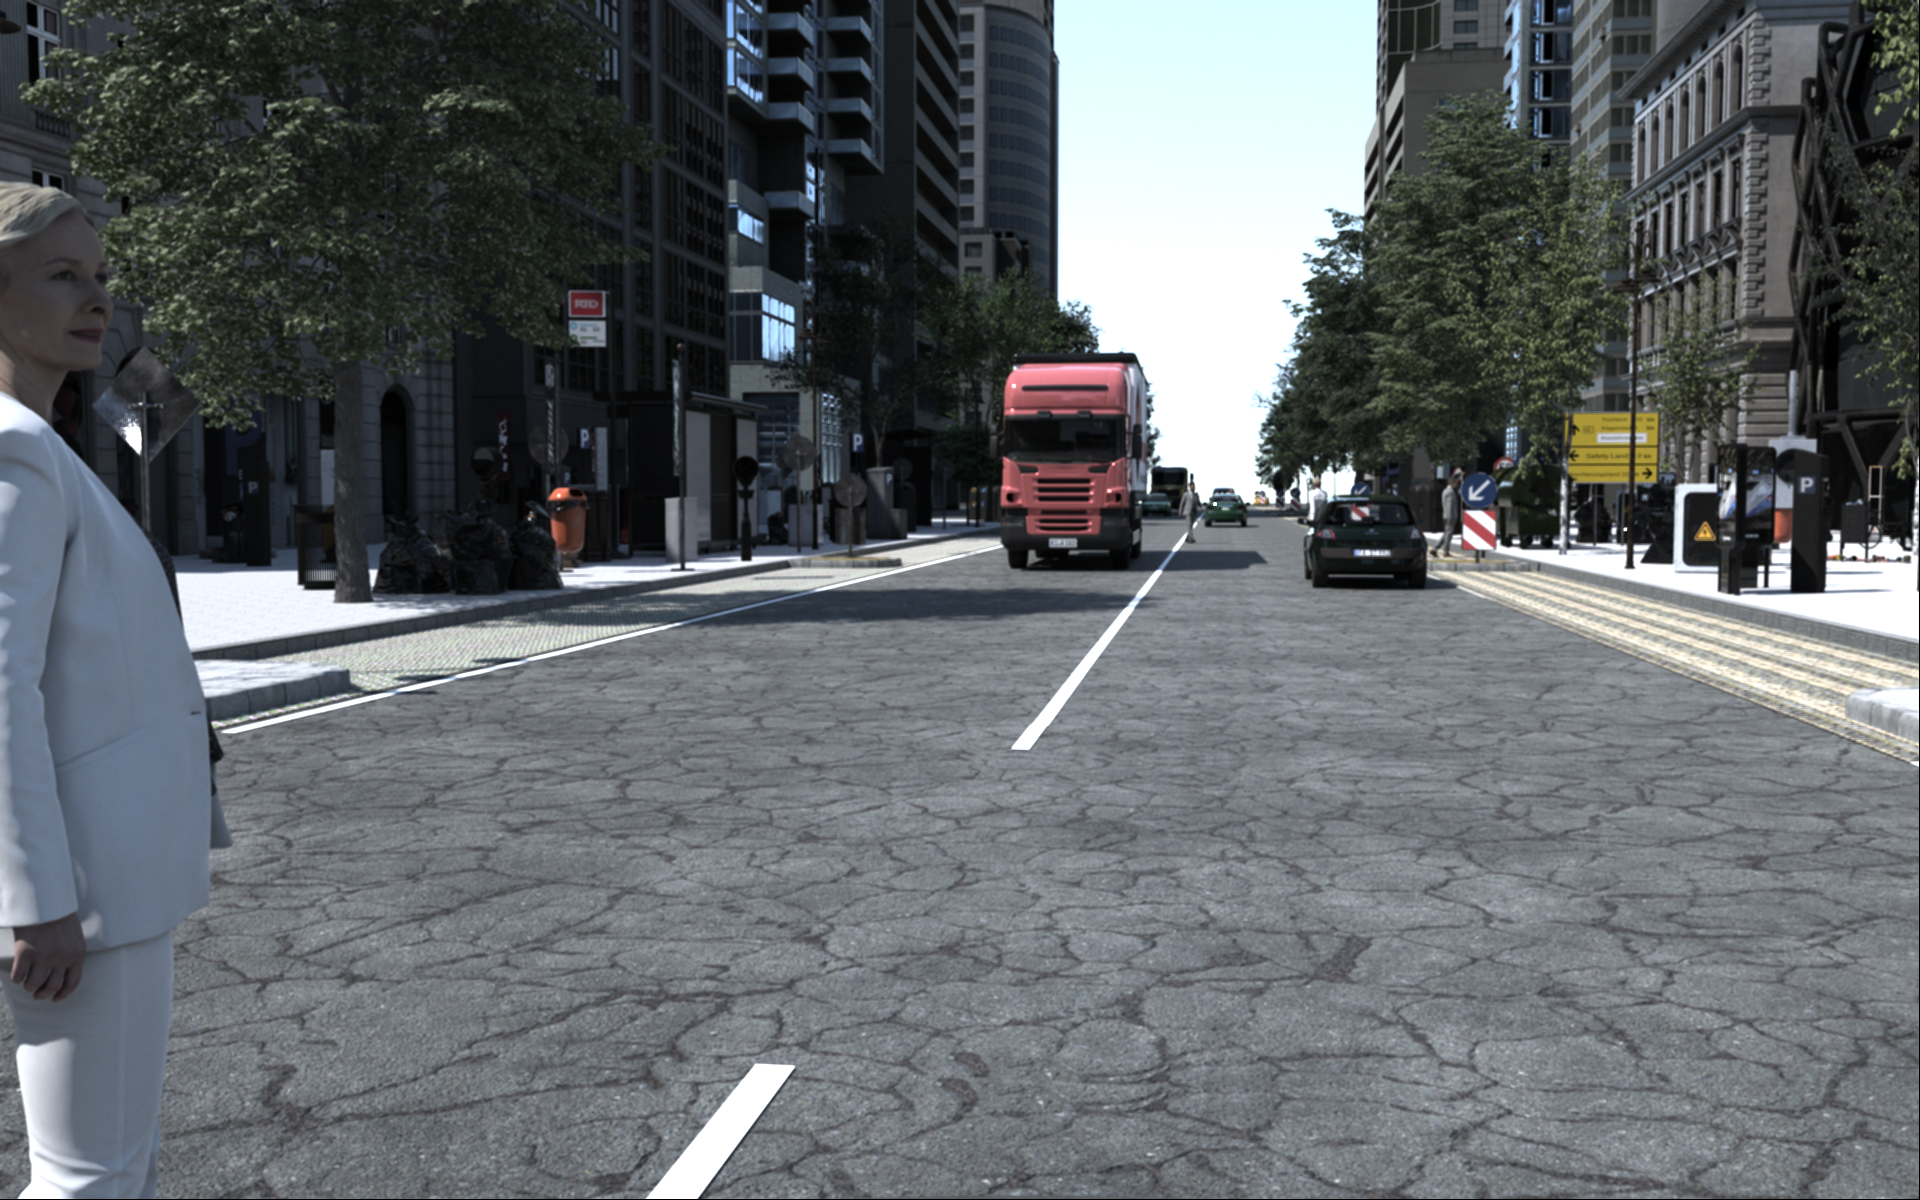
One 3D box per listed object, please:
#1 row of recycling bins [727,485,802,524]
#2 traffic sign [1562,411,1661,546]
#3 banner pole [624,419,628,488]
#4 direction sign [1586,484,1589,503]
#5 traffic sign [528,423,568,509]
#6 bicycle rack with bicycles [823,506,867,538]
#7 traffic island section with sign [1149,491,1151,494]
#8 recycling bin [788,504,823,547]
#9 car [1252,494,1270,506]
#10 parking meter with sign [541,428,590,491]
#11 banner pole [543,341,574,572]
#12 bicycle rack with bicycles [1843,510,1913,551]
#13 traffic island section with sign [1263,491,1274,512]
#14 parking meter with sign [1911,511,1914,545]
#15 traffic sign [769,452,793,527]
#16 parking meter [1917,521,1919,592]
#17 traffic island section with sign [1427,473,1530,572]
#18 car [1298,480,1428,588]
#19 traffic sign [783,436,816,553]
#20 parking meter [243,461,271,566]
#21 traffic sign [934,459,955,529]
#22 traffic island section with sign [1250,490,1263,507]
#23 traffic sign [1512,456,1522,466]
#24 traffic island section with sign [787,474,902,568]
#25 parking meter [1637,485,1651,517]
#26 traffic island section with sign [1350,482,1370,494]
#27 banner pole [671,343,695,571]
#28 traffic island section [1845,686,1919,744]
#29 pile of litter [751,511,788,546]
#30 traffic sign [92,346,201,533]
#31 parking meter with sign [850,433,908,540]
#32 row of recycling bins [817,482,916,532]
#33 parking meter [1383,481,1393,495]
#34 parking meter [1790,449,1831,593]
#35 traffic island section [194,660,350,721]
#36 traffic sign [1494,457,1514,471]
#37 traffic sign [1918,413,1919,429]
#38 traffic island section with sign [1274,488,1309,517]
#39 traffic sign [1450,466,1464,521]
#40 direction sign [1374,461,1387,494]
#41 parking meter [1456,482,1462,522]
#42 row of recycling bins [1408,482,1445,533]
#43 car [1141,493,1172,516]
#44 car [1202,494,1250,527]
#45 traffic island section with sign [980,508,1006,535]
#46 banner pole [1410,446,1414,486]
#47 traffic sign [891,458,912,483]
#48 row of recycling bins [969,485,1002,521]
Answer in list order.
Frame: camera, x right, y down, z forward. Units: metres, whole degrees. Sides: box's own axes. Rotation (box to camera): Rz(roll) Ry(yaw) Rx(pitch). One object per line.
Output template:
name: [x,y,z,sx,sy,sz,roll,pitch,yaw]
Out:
row of recycling bins: [-8.557,-4.202,75.819,3.534,1.692,1.069,1,4,15]
traffic sign: [15.974,-2.978,42.564,2.265,3.308,0.079,1,4,12]
banner pole: [-9.219,-3.541,47.910,0.401,3.779,0.863,0,4,-5]
direction sign: [24.053,-4.548,66.360,0.379,3.537,0.876,1,4,12]
traffic sign: [-7.325,-1.876,30.780,0.768,2.556,0.104,1,4,13]
bicycle rack with bicycles: [-3.227,-2.344,51.712,2.925,0.926,2.852,0,4,6]
traffic island section with sign: [21.424,-11.243,192.456,1.989,1.847,2.006,1,4,8]
recycling bin: [-3.797,-1.839,42.619,0.722,1.027,0.722,1,4,10]
car: [34.735,-11.600,199.879,2.015,1.641,3.980,1,4,8]
parking meter with sign: [-10.731,-3.045,46.046,1.738,3.016,0.543,1,4,17]
banner pole: [-6.597,-2.333,28.170,0.401,3.779,0.863,0,4,7]
bicycle rack with bicycles: [22.030,-1.626,39.971,2.925,0.926,2.852,-1,4,-16]
traffic island section with sign: [24.960,-7.773,135.715,1.989,1.847,2.006,1,4,8]
parking meter with sign: [24.410,-2.890,43.519,0.543,3.016,1.738,3,5,44]
traffic sign: [-4.885,-2.845,47.706,0.795,2.450,0.064,1,4,14]
parking meter: [12.780,-0.874,22.694,0.372,1.533,0.369,0,3,0]
traffic island section with sign: [9.571,-1.473,32.704,1.989,1.847,2.006,1,4,8]
car: [6.463,-1.103,27.819,2.009,1.686,4.222,1,4,9]
traffic sign: [-3.533,-2.315,37.954,0.768,2.556,0.104,1,4,14]
parking meter: [-12.501,-1.534,30.786,0.399,1.863,0.255,0,4,8]
traffic sign: [-0.567,-3.835,62.806,0.768,2.556,0.104,1,4,13]
traffic island section with sign: [33.076,-11.099,190.102,1.989,1.847,2.006,1,4,8]
traffic sign: [18.696,-3.510,57.502,0.768,2.556,0.104,1,4,13]
traffic island section with sign: [-2.213,-1.563,34.177,1.989,1.847,2.006,1,4,8]
parking meter: [19.019,-2.432,48.178,0.372,1.533,0.369,0,3,0]
traffic island section with sign: [13.555,-3.106,59.404,1.989,1.847,2.006,1,4,8]
banner pole: [-4.653,-2.363,28.657,0.401,3.779,0.863,0,4,3]
traffic island section: [6.505,0.748,10.046,2.009,0.180,2.903,1,4,8]
pile of litter: [-4.894,-1.821,43.732,1.176,0.858,1.719,2,4,24]
traffic sign: [-5.528,-0.498,11.780,0.795,2.450,0.064,1,4,8]
parking meter with sign: [-2.269,-3.225,48.993,1.738,3.016,0.543,2,4,35]
row of recycling bins: [-3.194,-3.185,59.193,3.534,1.692,1.069,1,4,14]
parking meter: [19.578,-4.495,79.210,0.399,1.863,0.255,0,4,-4]
parking meter: [11.053,-1.026,22.493,0.255,1.863,0.399,-3,5,-40]
traffic island section: [-5.553,0.638,11.845,2.009,0.180,2.903,1,4,8]
traffic sign: [18.623,-3.616,59.231,0.768,2.556,0.104,1,4,9]
traffic sign: [11.888,-1.266,20.798,0.768,2.556,0.104,1,4,13]
traffic island section with sign: [20.970,-6.140,109.012,1.989,1.847,2.006,1,4,8]
traffic sign: [21.063,-4.481,73.267,0.884,2.594,0.081,1,4,14]
direction sign: [18.535,-5.159,76.348,0.876,3.537,0.379,-3,5,-40]
parking meter: [22.597,-4.430,78.142,0.399,1.863,0.255,1,4,22]
row of recycling bins: [15.920,-3.190,59.275,1.069,1.692,3.534,0,4,7]
car: [12.749,-6.340,112.455,1.959,1.807,4.718,1,4,10]
car: [11.826,-3.984,76.939,2.131,1.459,4.920,1,4,9]
traffic island section with sign: [1.807,-3.213,61.162,1.989,1.847,2.006,1,4,8]
banner pole: [19.881,-5.271,76.204,0.401,3.779,0.863,2,4,26]
traffic sign: [-2.081,-3.754,61.489,0.768,2.556,0.104,1,4,13]
row of recycling bins: [1.581,-4.678,83.591,1.069,1.692,3.534,-2,4,-30]
